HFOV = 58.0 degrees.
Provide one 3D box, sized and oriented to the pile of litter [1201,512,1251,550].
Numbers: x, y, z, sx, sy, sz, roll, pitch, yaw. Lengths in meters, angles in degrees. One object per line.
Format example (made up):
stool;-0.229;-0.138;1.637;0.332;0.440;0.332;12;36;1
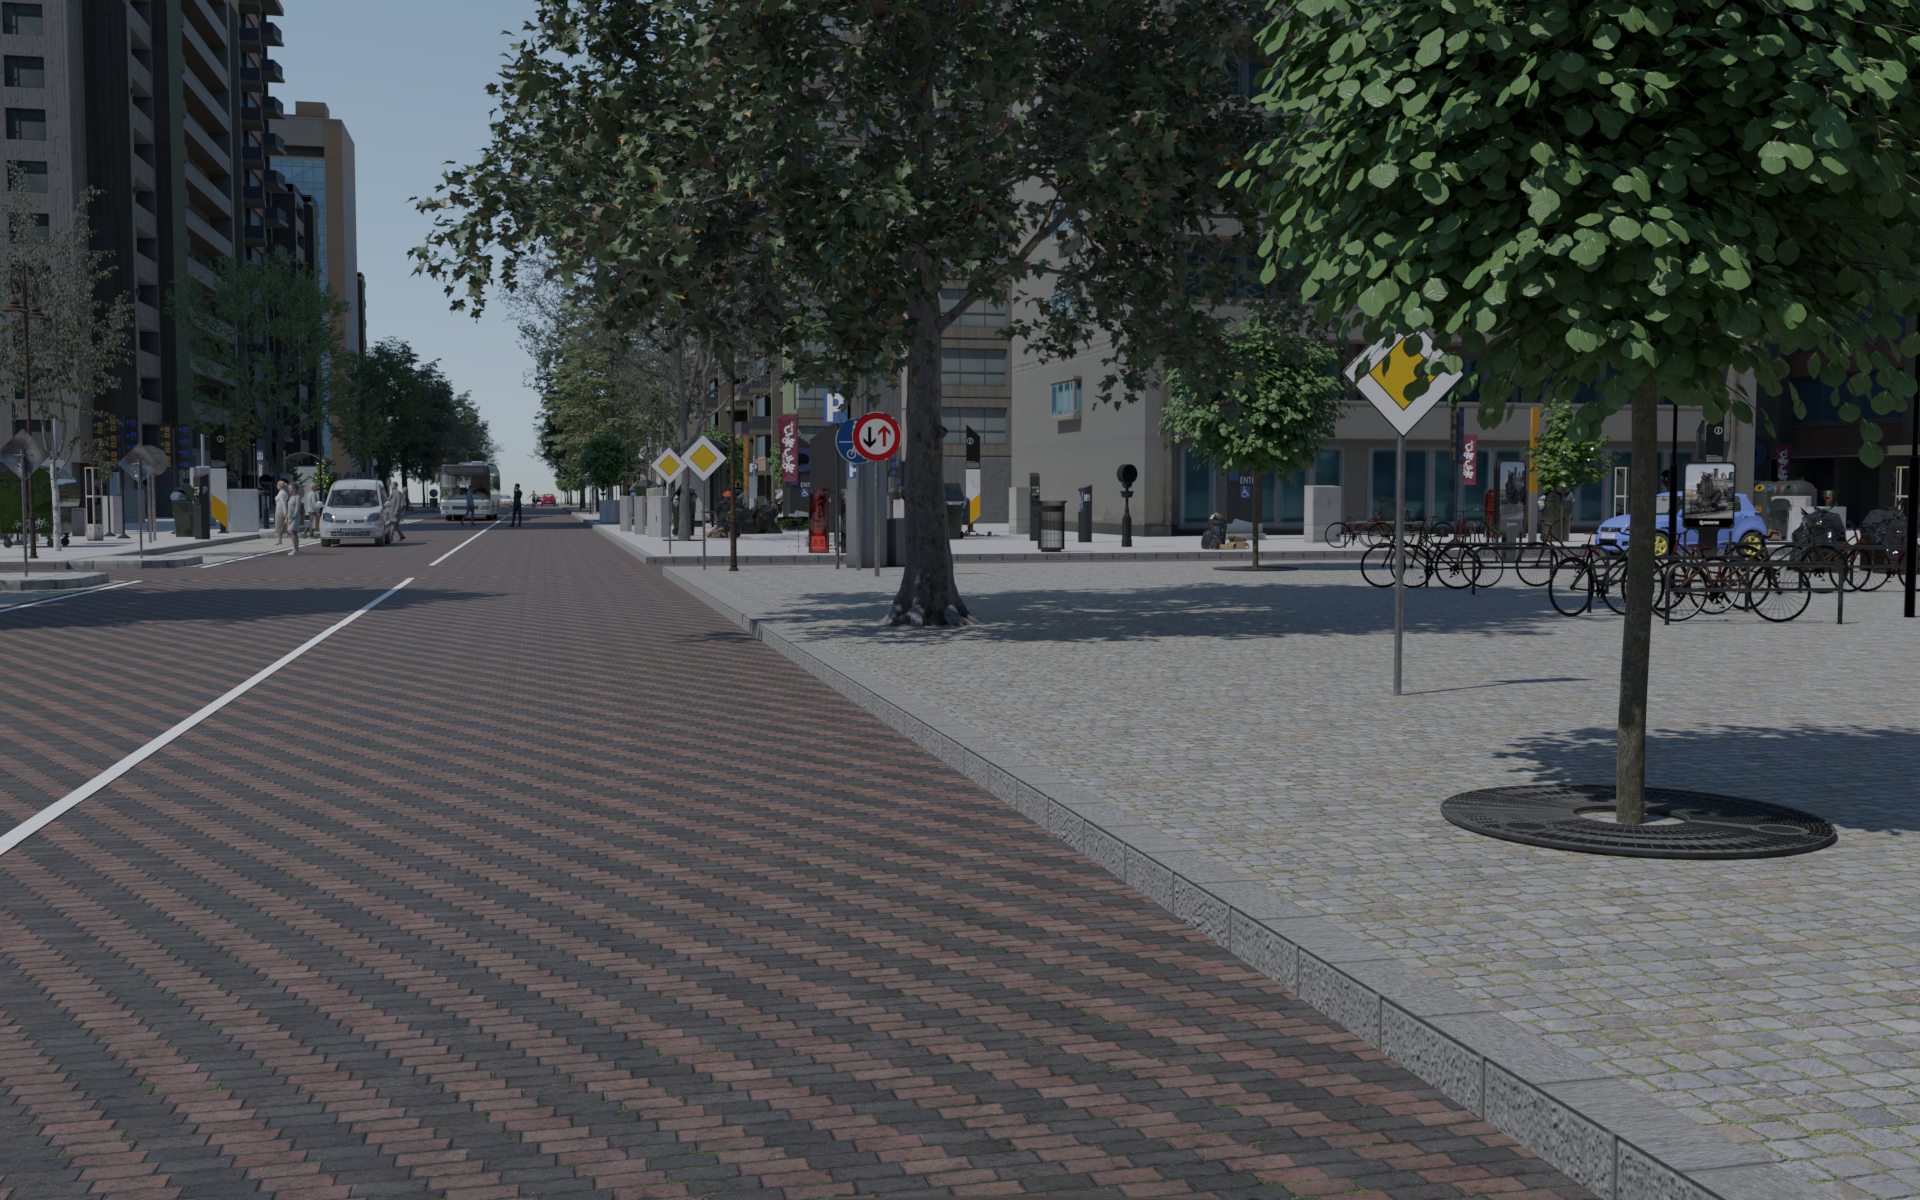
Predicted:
pile of litter;6.281;-1.623;40.498;1.719;0.858;1.176;-3;5;-44

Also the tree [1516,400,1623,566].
tree;10.376;-2.151;29.775;1.663;3.219;1.824;0;3;0

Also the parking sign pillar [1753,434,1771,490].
parking sign pillar;28.572;-4.533;62.583;1.447;3.967;1.447;2;4;27

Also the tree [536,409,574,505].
tree;-44.584;-16.617;197.444;9.928;11.665;9.643;0;3;0

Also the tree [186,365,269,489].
tree;-40.080;-8.879;95.536;4.737;8.622;4.395;0;3;0

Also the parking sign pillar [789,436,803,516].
parking sign pillar;-6.501;-5.135;72.429;1.447;3.967;1.447;-1;4;-9

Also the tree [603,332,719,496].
tree;-9.723;-6.539;57.275;4.360;8.622;3.978;0;3;0

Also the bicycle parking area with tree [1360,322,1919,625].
bicycle parking area with tree;9.545;-2.049;20.506;9.016;4.147;8.231;1;4;9

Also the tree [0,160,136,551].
tree;-20.204;-5.387;38.433;4.360;8.622;3.978;0;3;0

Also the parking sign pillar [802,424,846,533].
parking sign pillar;-4.315;-4.226;57.564;1.447;3.967;1.447;0;4;3

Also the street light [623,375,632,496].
street light;-12.339;-5.586;64.111;0.468;5.910;1.993;-1;4;-14

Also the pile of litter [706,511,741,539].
pile of litter;-6.981;-2.257;50.867;1.176;0.858;1.719;1;4;15

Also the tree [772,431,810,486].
tree;-8.582;-6.569;91.125;4.285;4.588;4.351;0;3;0

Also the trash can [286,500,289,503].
trash can;-29.412;-3.952;76.261;0.748;1.137;0.748;0;3;0

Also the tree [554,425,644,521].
tree;-16.742;-6.009;81.966;4.285;4.588;4.351;0;3;0

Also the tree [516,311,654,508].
tree;-33.588;-18.310;155.264;12.611;20.169;13.585;0;3;0

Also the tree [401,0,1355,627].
tree;-0.436;-6.102;16.780;9.611;12.733;9.660;0;3;0

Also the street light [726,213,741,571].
street light;-3.767;-3.417;28.653;0.468;5.910;1.993;-1;4;-14

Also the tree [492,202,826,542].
tree;-7.371;-8.348;46.853;12.009;13.543;11.850;0;3;0

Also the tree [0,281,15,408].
tree;-15.360;-6.218;18.673;9.611;12.733;9.660;0;3;0

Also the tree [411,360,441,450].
tree;-40.786;-12.012;122.147;9.928;11.665;9.643;0;3;0

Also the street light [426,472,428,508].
street light;-47.651;-11.134;154.822;0.468;5.910;1.993;-1;4;-14

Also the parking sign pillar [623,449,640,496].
parking sign pillar;-20.523;-7.315;108.079;1.447;3.967;1.447;-3;5;-44

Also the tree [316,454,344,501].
tree;-30.567;-5.428;83.357;1.663;3.219;1.824;0;3;0

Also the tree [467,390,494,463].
tree;-54.354;-16.813;181.543;9.857;13.997;8.962;0;3;0

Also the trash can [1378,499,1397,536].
trash can;13.094;-2.518;52.817;0.748;1.137;0.748;0;3;0

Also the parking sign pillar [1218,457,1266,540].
parking sign pillar;7.861;-3.673;48.518;1.447;3.967;1.447;-2;4;-31

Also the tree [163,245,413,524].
tree;-29.236;-9.042;73.585;9.928;11.665;9.643;0;3;0

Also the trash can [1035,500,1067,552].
trash can;2.018;-1.632;38.343;0.748;1.137;0.748;0;3;0

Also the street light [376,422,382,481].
street light;-36.390;-8.311;108.679;0.468;5.910;1.993;-1;4;-14

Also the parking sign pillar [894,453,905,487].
parking sign pillar;-3.268;-6.526;95.179;1.447;3.967;1.447;1;4;12

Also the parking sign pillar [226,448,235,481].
parking sign pillar;-42.820;-6.910;101.455;1.447;3.967;1.447;-1;4;-12

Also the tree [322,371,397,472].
tree;-36.469;-9.428;104.518;4.737;8.622;4.395;0;3;0

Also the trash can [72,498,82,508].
trash can;-36.422;-3.636;71.103;0.748;1.137;0.748;0;3;0

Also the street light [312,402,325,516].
street light;-29.518;-6.553;79.922;0.468;5.910;1.993;-1;4;-14

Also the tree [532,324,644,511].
tree;-27.415;-13.689;130.466;9.857;13.997;8.962;0;3;0

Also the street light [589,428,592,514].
street light;-23.462;-8.377;109.752;0.468;5.910;1.993;-1;4;-14

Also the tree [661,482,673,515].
tree;-17.053;-6.761;105.136;1.663;3.219;1.824;0;3;0

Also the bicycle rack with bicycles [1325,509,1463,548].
bicycle rack with bicycles;10.397;-1.726;41.607;2.925;0.926;2.852;1;4;20

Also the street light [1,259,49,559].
street light;-18.428;-3.761;34.274;0.468;5.910;1.993;-1;4;-14

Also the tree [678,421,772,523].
tree;-11.084;-5.789;78.363;4.285;4.588;4.351;0;3;0

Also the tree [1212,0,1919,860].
tree;2.625;-1.396;6.547;4.285;4.588;4.351;0;3;0

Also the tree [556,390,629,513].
tree;-24.005;-10.059;114.834;4.737;8.622;4.395;0;3;0

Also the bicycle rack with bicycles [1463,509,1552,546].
bicycle rack with bicycles;13.386;-1.784;42.551;2.852;0.926;2.925;1;4;14

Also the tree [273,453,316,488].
tree;-31.277;-5.288;81.053;1.663;3.219;1.824;0;3;0

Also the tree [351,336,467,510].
tree;-44.392;-14.172;138.368;9.857;13.997;8.962;0;3;0

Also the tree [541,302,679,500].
tree;-17.952;-10.534;90.353;7.486;12.596;7.792;0;3;0
